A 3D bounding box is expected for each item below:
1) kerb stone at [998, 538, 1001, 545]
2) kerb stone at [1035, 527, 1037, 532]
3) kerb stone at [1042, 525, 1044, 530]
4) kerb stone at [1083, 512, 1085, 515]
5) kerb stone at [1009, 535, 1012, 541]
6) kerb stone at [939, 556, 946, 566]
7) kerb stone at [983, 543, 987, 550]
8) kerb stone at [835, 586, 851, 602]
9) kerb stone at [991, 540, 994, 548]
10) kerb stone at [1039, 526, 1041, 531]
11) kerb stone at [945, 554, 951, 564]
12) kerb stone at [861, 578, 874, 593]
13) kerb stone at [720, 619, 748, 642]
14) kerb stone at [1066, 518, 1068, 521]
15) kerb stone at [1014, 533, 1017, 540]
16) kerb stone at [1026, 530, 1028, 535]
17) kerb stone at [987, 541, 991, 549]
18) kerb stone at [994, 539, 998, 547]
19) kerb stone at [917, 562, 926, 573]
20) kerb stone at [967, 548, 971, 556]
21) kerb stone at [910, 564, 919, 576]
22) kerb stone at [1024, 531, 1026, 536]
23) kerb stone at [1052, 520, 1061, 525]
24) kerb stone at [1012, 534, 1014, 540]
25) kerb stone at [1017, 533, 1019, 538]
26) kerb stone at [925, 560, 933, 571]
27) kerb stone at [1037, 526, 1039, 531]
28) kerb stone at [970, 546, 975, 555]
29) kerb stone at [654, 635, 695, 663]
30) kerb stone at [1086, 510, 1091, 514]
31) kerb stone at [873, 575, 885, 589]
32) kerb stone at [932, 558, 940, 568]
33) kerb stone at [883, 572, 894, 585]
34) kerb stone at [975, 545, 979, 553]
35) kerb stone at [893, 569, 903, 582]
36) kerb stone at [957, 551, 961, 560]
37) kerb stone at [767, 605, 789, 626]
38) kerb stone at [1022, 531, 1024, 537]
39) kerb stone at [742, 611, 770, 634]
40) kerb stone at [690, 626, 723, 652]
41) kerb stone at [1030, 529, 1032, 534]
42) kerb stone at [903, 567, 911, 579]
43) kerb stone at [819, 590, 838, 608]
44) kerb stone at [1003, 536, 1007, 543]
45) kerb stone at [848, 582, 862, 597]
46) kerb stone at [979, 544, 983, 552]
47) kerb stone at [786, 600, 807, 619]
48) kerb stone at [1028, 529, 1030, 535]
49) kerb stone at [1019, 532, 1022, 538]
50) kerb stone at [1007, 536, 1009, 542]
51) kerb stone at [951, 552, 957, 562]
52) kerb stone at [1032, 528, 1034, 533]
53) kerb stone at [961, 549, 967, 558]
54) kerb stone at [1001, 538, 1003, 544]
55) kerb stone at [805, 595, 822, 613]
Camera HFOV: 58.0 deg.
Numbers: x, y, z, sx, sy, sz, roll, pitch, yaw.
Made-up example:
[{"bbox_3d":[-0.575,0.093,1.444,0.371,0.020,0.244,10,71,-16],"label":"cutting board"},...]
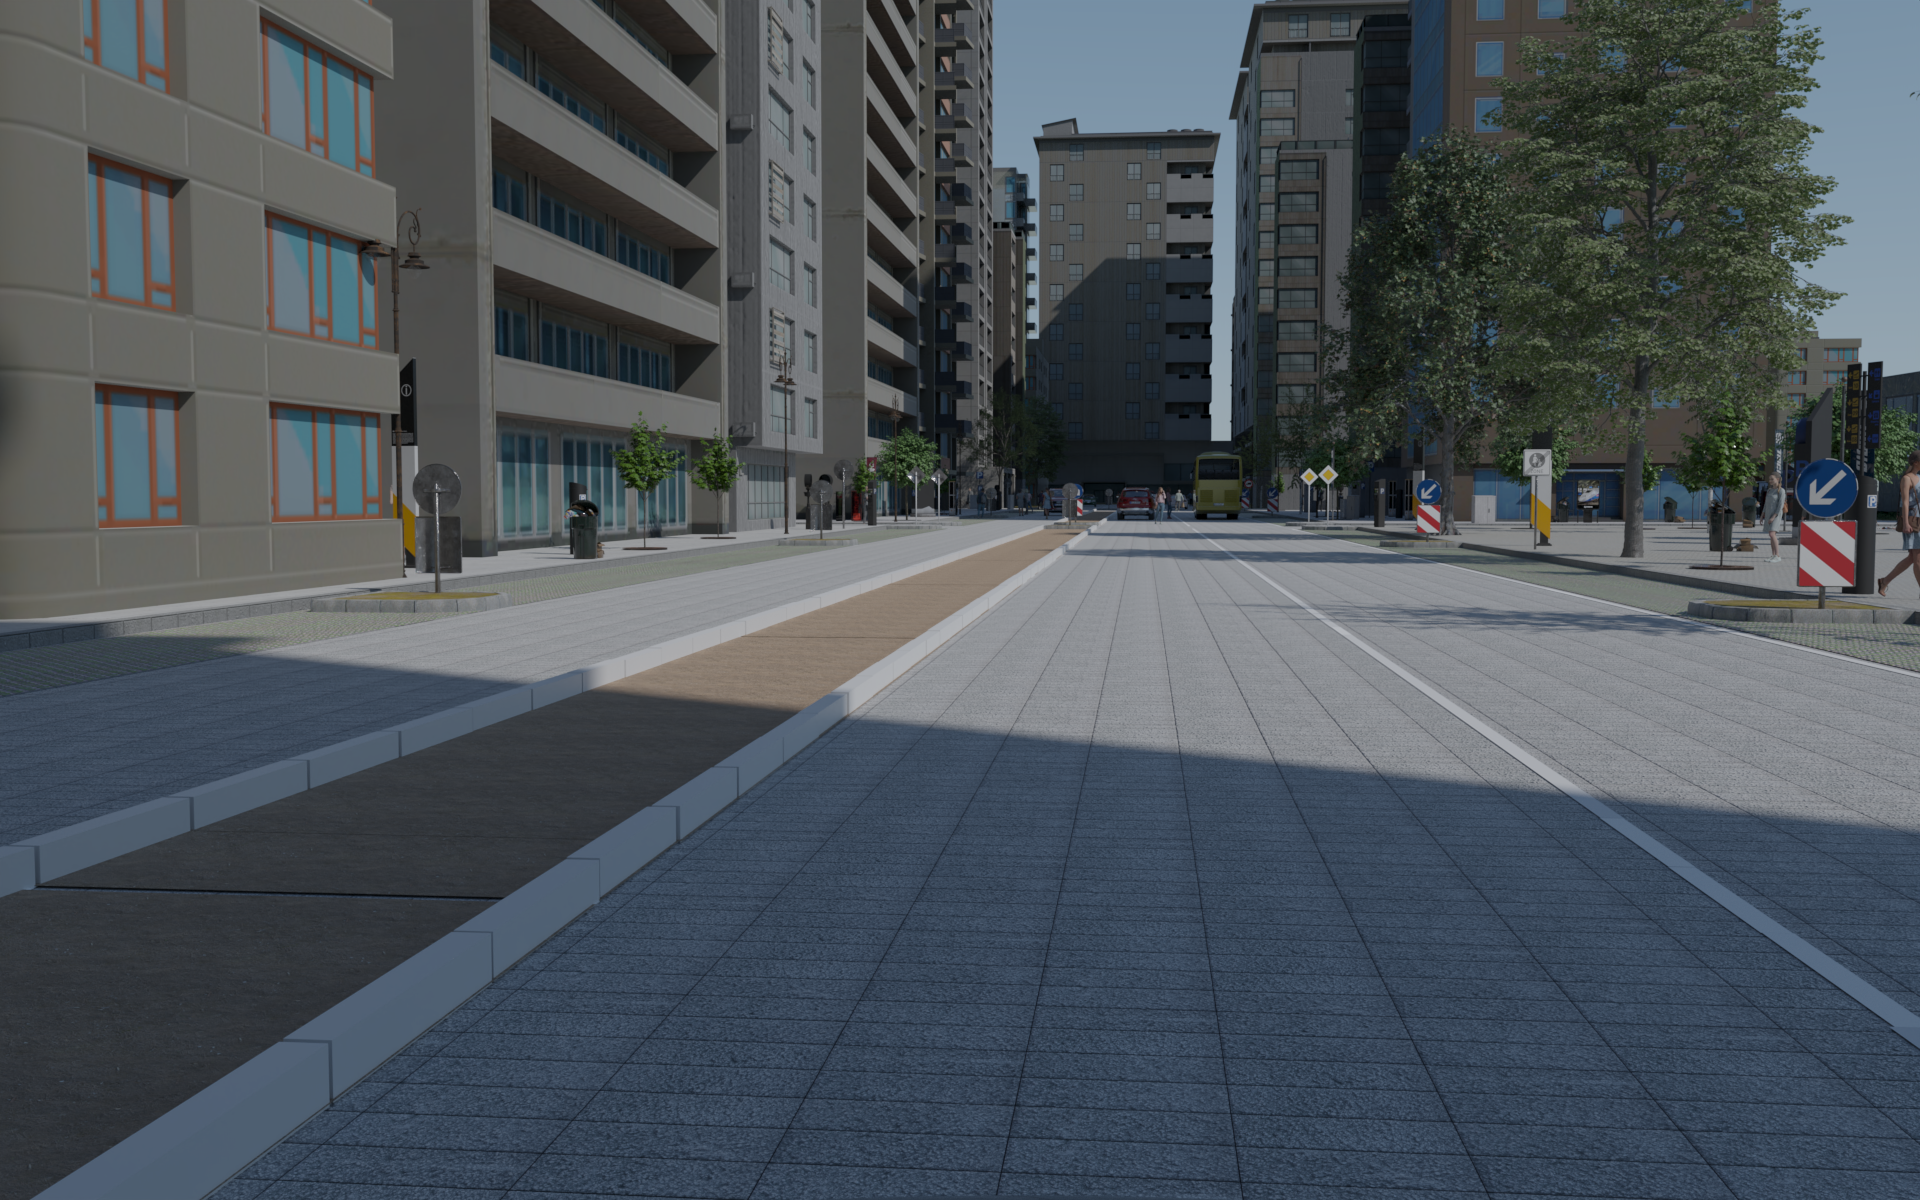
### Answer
[{"bbox_3d":[0.944,-1.554,47.604,0.120,0.150,1.000,0,4,6],"label":"kerb stone"},{"bbox_3d":[2.674,-2.551,63.903,0.120,0.150,1.000,0,4,6],"label":"kerb stone"},{"bbox_3d":[3.099,-2.800,67.981,0.120,0.150,1.000,0,4,6],"label":"kerb stone"},{"bbox_3d":[7.995,-5.638,114.380,0.120,0.150,1.000,0,4,6],"label":"kerb stone"},{"bbox_3d":[1.377,-1.797,51.679,0.120,0.150,1.000,0,4,6],"label":"kerb stone"},{"bbox_3d":[-0.450,-0.741,34.357,0.120,0.150,1.000,0,4,6],"label":"kerb stone"},{"bbox_3d":[0.513,-1.300,43.516,0.120,0.150,1.000,0,4,6],"label":"kerb stone"},{"bbox_3d":[-1.636,-0.057,23.127,0.120,0.150,1.000,0,4,6],"label":"kerb stone"},{"bbox_3d":[0.731,-1.429,45.560,0.120,0.150,1.000,0,4,6],"label":"kerb stone"},{"bbox_3d":[2.886,-2.675,65.936,0.120,0.150,1.000,0,4,6],"label":"kerb stone"},{"bbox_3d":[-0.341,-0.804,35.373,0.120,0.150,1.000,0,4,6],"label":"kerb stone"},{"bbox_3d":[-1.422,-0.182,25.172,0.120,0.150,1.000,0,4,6],"label":"kerb stone"},{"bbox_3d":[-2.285,0.322,17.013,0.120,0.150,1.000,0,4,6],"label":"kerb stone"},{"bbox_3d":[5.312,-4.081,88.920,0.120,0.150,1.000,0,4,6],"label":"kerb stone"},{"bbox_3d":[1.597,-1.928,53.714,0.120,0.150,1.000,0,4,6],"label":"kerb stone"},{"bbox_3d":[2.128,-2.239,58.813,0.120,0.150,1.000,0,4,6],"label":"kerb stone"},{"bbox_3d":[0.619,-1.367,44.544,0.120,0.150,1.000,0,4,6],"label":"kerb stone"},{"bbox_3d":[0.841,-1.488,46.587,0.120,0.150,1.000,0,4,6],"label":"kerb stone"},{"bbox_3d":[-0.780,-0.556,31.286,0.120,0.150,1.000,0,4,6],"label":"kerb stone"},{"bbox_3d":[0.083,-1.055,39.441,0.120,0.150,1.000,0,4,6],"label":"kerb stone"},{"bbox_3d":[-0.886,-0.488,30.270,0.120,0.150,1.000,0,4,6],"label":"kerb stone"},{"bbox_3d":[2.019,-2.177,57.787,0.120,0.150,1.000,0,4,6],"label":"kerb stone"},{"bbox_3d":[4.551,-3.643,81.778,0.120,0.150,1.000,0,4,6],"label":"kerb stone"},{"bbox_3d":[1.481,-1.865,52.695,0.120,0.150,1.000,0,4,6],"label":"kerb stone"},{"bbox_3d":[1.705,-1.990,54.737,0.120,0.150,1.000,0,4,6],"label":"kerb stone"},{"bbox_3d":[-0.668,-0.619,32.313,0.120,0.150,1.000,0,4,6],"label":"kerb stone"},{"bbox_3d":[2.774,-2.613,64.920,0.120,0.150,1.000,0,4,6],"label":"kerb stone"},{"bbox_3d":[0.191,-1.117,40.458,0.120,0.150,1.000,0,4,6],"label":"kerb stone"},{"bbox_3d":[-2.501,0.441,14.980,0.120,0.150,1.000,0,4,6],"label":"kerb stone"},{"bbox_3d":[9.287,-6.382,126.611,0.120,0.150,1.000,0,4,6],"label":"kerb stone"},{"bbox_3d":[-1.309,-0.241,26.189,0.120,0.150,1.000,0,4,6],"label":"kerb stone"},{"bbox_3d":[-0.559,-0.682,33.340,0.120,0.150,1.000,0,4,6],"label":"kerb stone"},{"bbox_3d":[-1.210,-0.307,27.217,0.120,0.150,1.000,0,4,6],"label":"kerb stone"},{"bbox_3d":[0.295,-1.179,41.474,0.120,0.150,1.000,0,4,6],"label":"kerb stone"},{"bbox_3d":[-1.094,-0.369,28.232,0.120,0.150,1.000,0,4,6],"label":"kerb stone"},{"bbox_3d":[-0.138,-0.930,37.406,0.120,0.150,1.000,0,4,6],"label":"kerb stone"},{"bbox_3d":[-2.070,0.194,19.048,0.120,0.150,1.000,0,4,6],"label":"kerb stone"},{"bbox_3d":[1.910,-2.114,56.771,0.120,0.150,1.000,0,4,6],"label":"kerb stone"},{"bbox_3d":[-2.170,0.255,18.028,0.120,0.150,1.000,0,4,6],"label":"kerb stone"},{"bbox_3d":[-2.395,0.381,15.997,0.120,0.150,1.000,0,4,6],"label":"kerb stone"},{"bbox_3d":[2.341,-2.359,60.849,0.120,0.150,1.000,0,4,6],"label":"kerb stone"},{"bbox_3d":[-0.991,-0.428,29.249,0.120,0.150,1.000,0,4,6],"label":"kerb stone"},{"bbox_3d":[-1.740,0.005,22.111,0.120,0.150,1.000,0,4,6],"label":"kerb stone"},{"bbox_3d":[1.163,-1.675,49.636,0.120,0.150,1.000,0,4,6],"label":"kerb stone"},{"bbox_3d":[-1.536,-0.117,24.151,0.120,0.150,1.000,0,4,6],"label":"kerb stone"},{"bbox_3d":[0.405,-1.240,42.491,0.120,0.150,1.000,0,4,6],"label":"kerb stone"},{"bbox_3d":[-1.964,0.130,20.074,0.120,0.150,1.000,0,4,6],"label":"kerb stone"},{"bbox_3d":[2.233,-2.302,59.832,0.120,0.150,1.000,0,4,6],"label":"kerb stone"},{"bbox_3d":[1.805,-2.053,55.754,0.120,0.150,1.000,0,4,6],"label":"kerb stone"},{"bbox_3d":[1.267,-1.737,50.652,0.120,0.150,1.000,0,4,6],"label":"kerb stone"},{"bbox_3d":[-0.235,-0.867,36.389,0.120,0.150,1.000,0,4,6],"label":"kerb stone"},{"bbox_3d":[2.452,-2.426,61.869,0.120,0.150,1.000,0,4,6],"label":"kerb stone"},{"bbox_3d":[-0.022,-0.992,38.422,0.120,0.150,1.000,0,4,6],"label":"kerb stone"},{"bbox_3d":[1.048,-1.616,48.620,0.120,0.150,1.000,0,4,6],"label":"kerb stone"},{"bbox_3d":[-1.857,0.077,21.090,0.120,0.150,1.000,0,4,6],"label":"kerb stone"}]
